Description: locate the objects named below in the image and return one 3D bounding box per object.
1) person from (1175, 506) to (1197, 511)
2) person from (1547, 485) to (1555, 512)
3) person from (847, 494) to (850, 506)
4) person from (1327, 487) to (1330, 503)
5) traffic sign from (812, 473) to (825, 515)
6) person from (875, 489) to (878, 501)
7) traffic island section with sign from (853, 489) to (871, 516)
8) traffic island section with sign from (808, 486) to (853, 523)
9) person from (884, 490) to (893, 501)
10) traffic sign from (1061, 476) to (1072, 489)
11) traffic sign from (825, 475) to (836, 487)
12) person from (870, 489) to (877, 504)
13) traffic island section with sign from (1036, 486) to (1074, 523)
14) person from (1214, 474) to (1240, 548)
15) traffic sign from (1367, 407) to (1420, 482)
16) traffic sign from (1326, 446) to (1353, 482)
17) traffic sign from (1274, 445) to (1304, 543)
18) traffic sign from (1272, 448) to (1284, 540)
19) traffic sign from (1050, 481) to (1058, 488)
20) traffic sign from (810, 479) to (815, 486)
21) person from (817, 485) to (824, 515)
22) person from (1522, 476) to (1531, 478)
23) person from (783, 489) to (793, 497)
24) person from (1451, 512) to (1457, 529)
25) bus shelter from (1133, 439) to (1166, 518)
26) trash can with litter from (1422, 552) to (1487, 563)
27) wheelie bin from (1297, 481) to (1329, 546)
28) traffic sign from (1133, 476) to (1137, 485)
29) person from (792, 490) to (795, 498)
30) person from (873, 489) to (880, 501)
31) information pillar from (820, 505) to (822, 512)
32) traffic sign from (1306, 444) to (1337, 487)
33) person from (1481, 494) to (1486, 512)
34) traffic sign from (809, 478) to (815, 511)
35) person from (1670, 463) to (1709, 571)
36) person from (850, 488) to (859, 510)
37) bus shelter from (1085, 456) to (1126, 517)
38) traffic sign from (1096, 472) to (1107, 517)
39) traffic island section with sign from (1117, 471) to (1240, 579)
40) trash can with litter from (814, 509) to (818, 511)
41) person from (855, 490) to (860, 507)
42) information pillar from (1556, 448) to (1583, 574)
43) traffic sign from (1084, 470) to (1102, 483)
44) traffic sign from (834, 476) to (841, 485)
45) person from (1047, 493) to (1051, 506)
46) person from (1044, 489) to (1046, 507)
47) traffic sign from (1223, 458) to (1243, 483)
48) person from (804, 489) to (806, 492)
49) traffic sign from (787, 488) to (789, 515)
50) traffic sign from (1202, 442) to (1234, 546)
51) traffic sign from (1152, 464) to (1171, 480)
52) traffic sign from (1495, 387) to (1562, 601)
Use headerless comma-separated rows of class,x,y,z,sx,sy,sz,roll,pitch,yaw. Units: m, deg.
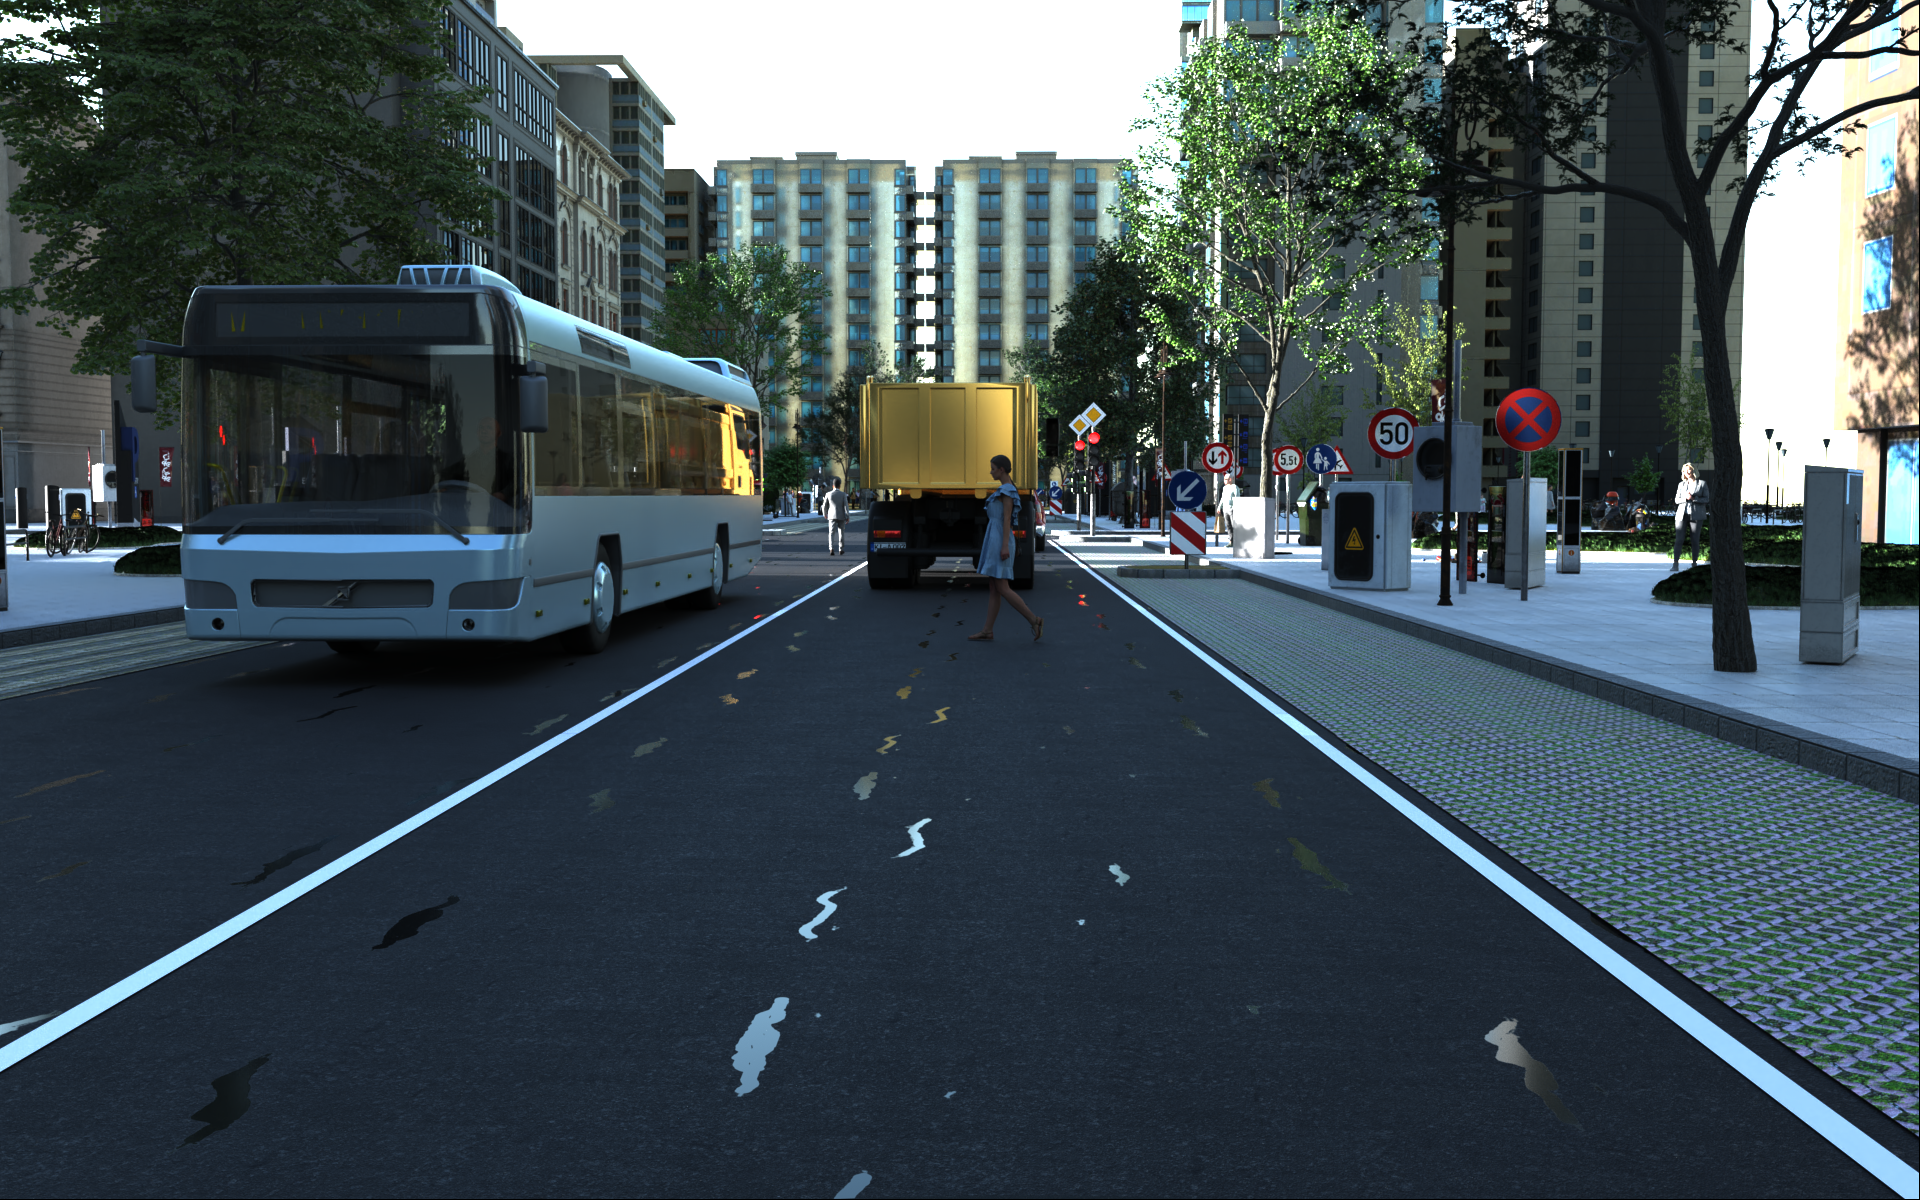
person,5.959,-2.407,45.573,0.721,1.800,0.419,0,4,3
person,28.280,-4.666,83.080,0.466,1.731,0.760,2,4,35
person,-10.222,-8.997,156.338,0.799,1.438,0.628,2,4,32
person,24.569,-6.652,115.296,0.515,1.767,0.782,1,4,8
traffic sign,-8.618,-6.440,105.399,0.768,2.556,0.104,0,4,4
person,-8.949,-10.917,184.553,0.705,1.823,1.348,-1,4,-16
traffic island section with sign,-6.109,-6.405,113.346,1.989,1.847,2.006,0,4,1
traffic island section with sign,-6.522,-4.756,86.394,1.989,1.847,2.006,0,4,1
person,-7.601,-10.849,184.249,1.217,1.723,0.721,1,4,21
traffic sign,7.144,-7.048,115.235,0.884,2.594,0.081,0,4,6
traffic sign,-8.732,-7.143,116.898,0.768,2.556,0.104,0,4,5
person,-8.463,-9.773,165.816,1.348,1.826,0.705,3,5,40
traffic island section with sign,4.593,-4.708,85.606,1.989,1.847,2.006,0,4,1
person,6.478,-2.147,41.625,0.515,1.767,0.782,-2,4,-33
traffic sign,6.373,-1.554,25.506,0.768,2.556,0.104,0,4,8
traffic sign,10.083,-2.839,46.423,0.884,2.594,0.081,0,4,4
traffic sign,8.517,-2.742,44.936,0.768,2.556,0.104,0,4,7
traffic sign,8.779,-2.922,47.875,0.768,2.556,0.104,0,4,6
traffic sign,7.331,-8.117,134.845,0.606,2.300,0.079,1,4,9
traffic sign,-9.919,-7.265,118.522,0.795,2.593,0.064,0,4,5
person,-8.367,-6.006,104.415,0.473,1.802,0.592,1,4,18
person,14.245,-2.299,43.647,0.555,1.821,0.388,1,4,19
person,-17.783,-10.531,178.192,1.348,1.831,0.705,-2,4,-30
person,15.194,-2.838,52.671,0.641,1.798,0.478,-1,4,-14
bus shelter,10.640,-7.152,94.563,2.179,5.291,8.768,0,4,1
trash can with litter,9.636,-1.338,32.942,1.678,1.210,2.233,0,4,8
wheelie bin,8.789,-2.150,43.067,0.693,1.594,0.980,-1,4,-9
traffic sign,11.929,-7.317,119.745,0.768,2.556,0.104,0,4,7
person,-19.107,-11.717,198.534,0.530,1.710,0.541,0,4,-7
person,-8.769,-10.384,175.917,1.348,1.812,0.705,1,4,9
information pillar,-10.190,-7.484,126.847,0.304,2.012,0.304,1,4,9
traffic sign,9.166,-2.684,43.986,0.768,2.556,0.104,1,4,9
person,27.037,-4.845,89.529,0.425,1.301,0.394,-2,4,-27
traffic sign,-11.004,-7.952,130.126,0.768,2.556,0.104,1,4,9
person,12.137,-1.378,28.761,0.537,1.800,0.526,3,5,44
person,-8.800,-8.398,143.452,0.705,1.812,1.348,2,4,25
bus shelter,8.260,-7.500,100.250,2.179,5.291,8.768,0,4,1
traffic sign,7.737,-5.848,95.721,0.768,2.556,0.104,0,4,3
traffic island section with sign,3.760,-1.314,30.113,1.989,1.847,2.006,0,4,1
trash can with litter,-11.631,-7.478,133.322,2.233,1.210,1.678,-2,4,-29
person,-10.465,-10.439,177.657,0.756,1.711,0.436,-1,4,-20
information pillar,9.829,-1.434,27.932,0.304,2.012,0.304,0,4,2
traffic sign,6.309,-5.043,82.455,0.884,2.594,0.081,0,4,7
traffic sign,-8.812,-7.527,123.166,0.768,2.556,0.104,0,4,4
person,9.545,-11.044,187.420,0.742,1.727,0.445,0,4,6
person,8.167,-9.851,167.561,0.683,1.767,0.568,1,4,23
traffic sign,9.672,-3.757,61.532,0.768,2.556,0.104,0,4,1
person,-17.322,-11.558,194.887,0.709,1.838,0.599,3,5,44
traffic sign,-10.430,-6.417,105.027,0.768,2.556,0.104,0,4,6
traffic sign,6.307,-2.589,42.440,0.768,2.556,0.104,1,4,10
traffic sign,7.895,-4.122,67.391,0.884,2.594,0.081,0,4,7
traffic sign,6.793,-1.264,20.777,0.768,2.556,0.104,0,4,8
